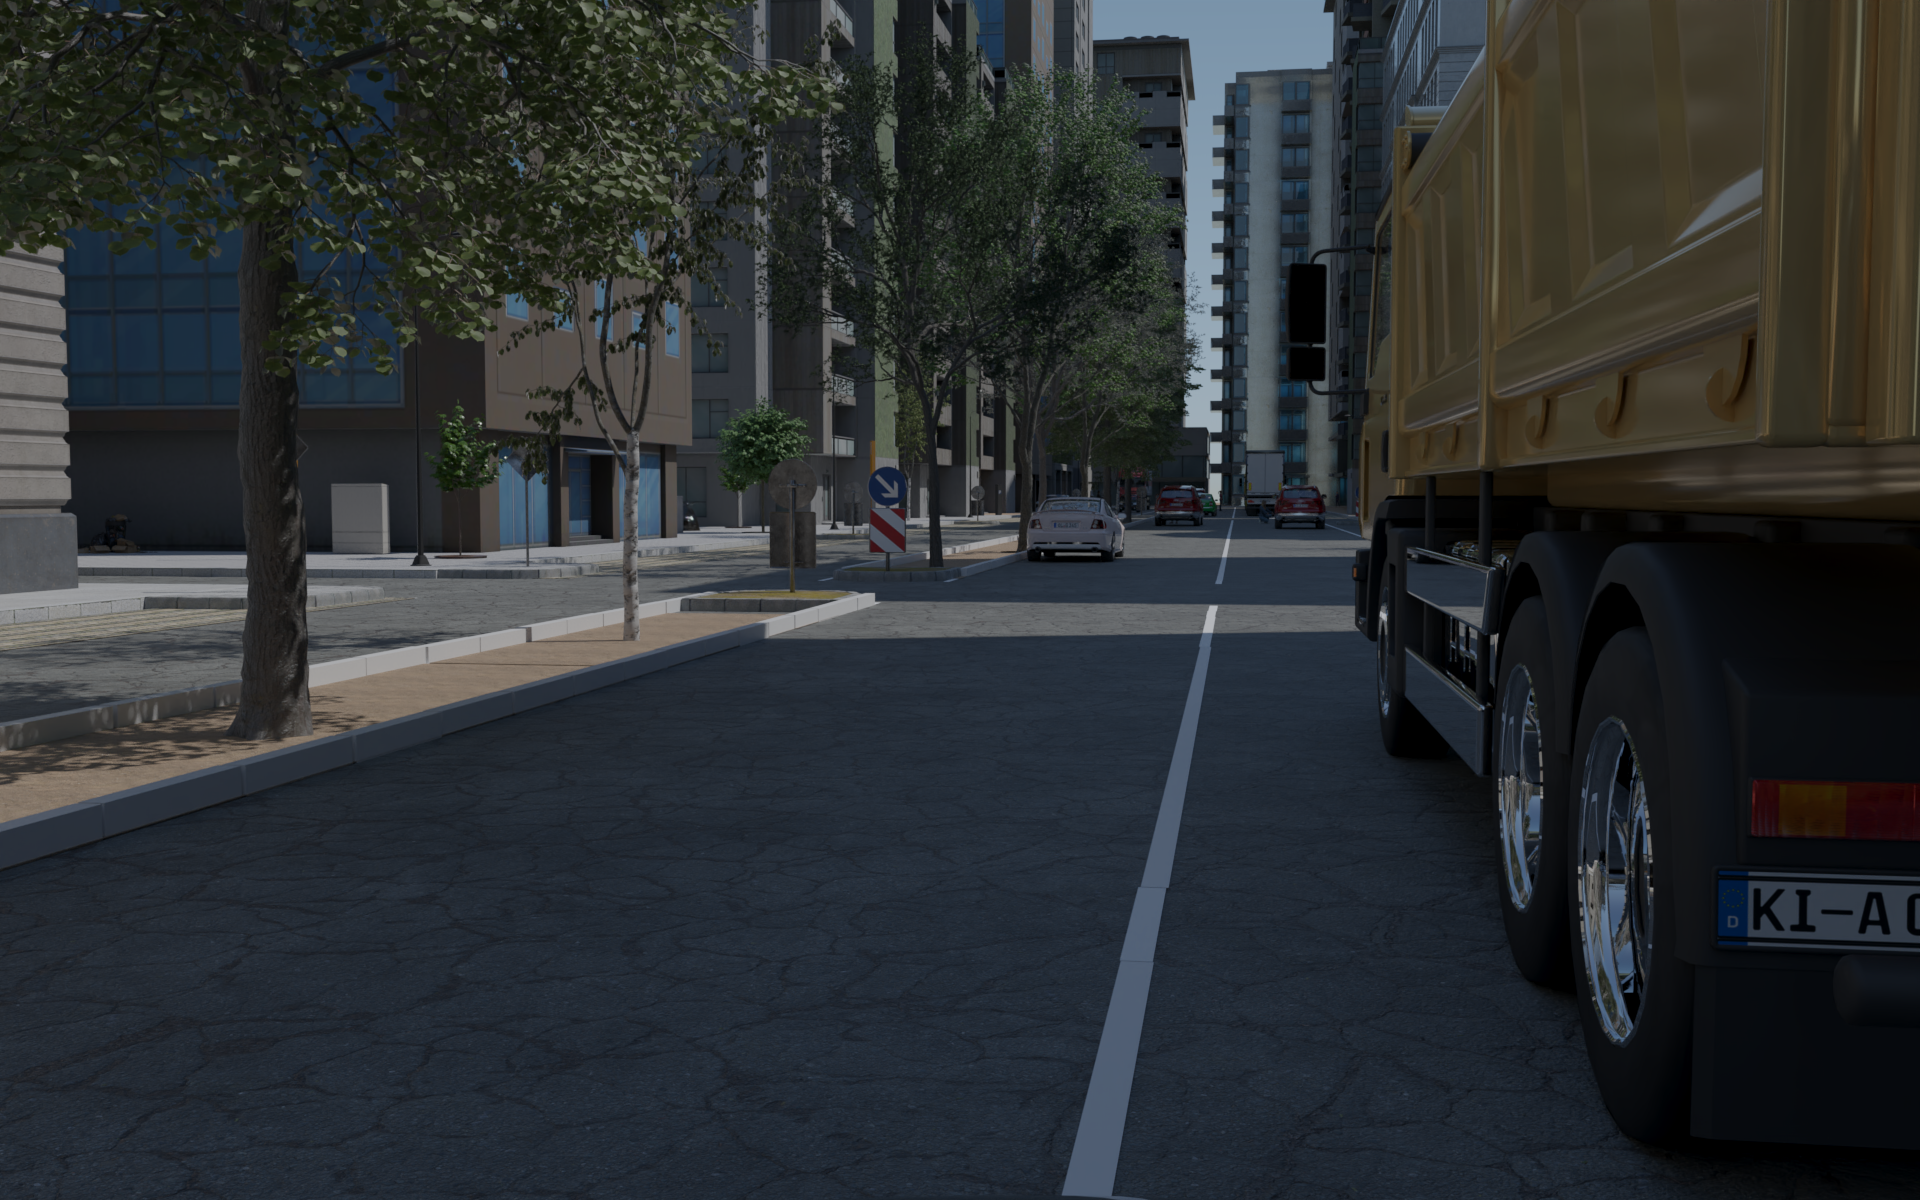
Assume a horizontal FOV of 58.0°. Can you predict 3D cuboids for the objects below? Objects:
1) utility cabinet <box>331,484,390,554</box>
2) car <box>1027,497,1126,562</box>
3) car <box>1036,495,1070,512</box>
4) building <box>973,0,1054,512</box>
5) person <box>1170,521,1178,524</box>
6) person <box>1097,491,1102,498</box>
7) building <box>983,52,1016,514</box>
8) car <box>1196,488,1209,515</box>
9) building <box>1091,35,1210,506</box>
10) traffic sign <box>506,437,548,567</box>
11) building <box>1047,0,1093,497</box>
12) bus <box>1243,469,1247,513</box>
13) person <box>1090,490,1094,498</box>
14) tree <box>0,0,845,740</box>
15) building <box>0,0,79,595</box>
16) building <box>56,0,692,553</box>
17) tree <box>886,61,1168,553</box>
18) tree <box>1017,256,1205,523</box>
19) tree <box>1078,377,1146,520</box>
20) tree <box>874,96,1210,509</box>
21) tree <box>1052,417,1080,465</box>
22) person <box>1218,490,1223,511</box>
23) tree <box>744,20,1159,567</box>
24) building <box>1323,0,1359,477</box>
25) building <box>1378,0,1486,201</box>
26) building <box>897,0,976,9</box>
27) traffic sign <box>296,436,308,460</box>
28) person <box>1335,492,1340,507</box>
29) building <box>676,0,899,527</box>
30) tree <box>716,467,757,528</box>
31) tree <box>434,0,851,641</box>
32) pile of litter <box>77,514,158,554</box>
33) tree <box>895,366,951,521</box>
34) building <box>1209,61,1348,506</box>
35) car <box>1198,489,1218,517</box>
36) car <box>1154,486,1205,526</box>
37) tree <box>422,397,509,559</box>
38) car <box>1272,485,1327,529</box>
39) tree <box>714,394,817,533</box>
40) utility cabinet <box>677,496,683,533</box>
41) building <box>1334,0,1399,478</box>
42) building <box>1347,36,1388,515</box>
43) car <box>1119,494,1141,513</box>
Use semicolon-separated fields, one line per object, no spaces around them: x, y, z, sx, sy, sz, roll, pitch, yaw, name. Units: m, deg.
-12.764;-1.726;36.904;1.173;1.500;0.318;1;4;11;utility cabinet
2.585;-1.578;38.162;2.083;1.381;4.827;1;4;10;car
4.981;-4.750;89.662;2.014;1.417;4.499;1;4;9;car
-0.785;-29.196;127.470;14.600;45.320;14.200;1;4;9;building
10.446;-4.623;84.294;0.606;1.804;0.583;-2;4;-29;person
12.409;-8.851;153.927;0.721;1.735;1.217;-1;4;-18;person
-4.211;-20.883;113.142;14.160;30.474;14.107;1;4;9;building
15.916;-6.676;117.825;2.281;1.827;5.304;1;4;8;car
15.287;-37.496;202.301;27.495;52.752;28.713;1;4;9;building
-7.651;-1.649;30.609;0.795;2.450;0.064;1;4;9;traffic sign
2.005;-44.745;169.824;20.611;71.187;20.563;1;4;9;building
22.803;-8.510;130.680;2.896;3.916;12.252;1;4;10;bus
10.392;-7.725;135.541;0.721;1.736;1.217;0;4;-6;person
-4.090;-5.487;10.301;7.486;12.596;7.792;0;3;0;tree
-21.880;-11.665;19.609;19.941;23.489;11.050;1;4;9;building
-15.837;-24.089;43.963;14.600;45.320;14.200;1;4;9;building
1.665;-6.932;41.544;9.928;11.665;9.643;0;3;0;tree
6.139;-9.315;72.882;7.486;12.596;7.792;0;3;0;tree
7.321;-7.787;80.136;4.360;8.622;3.978;0;3;0;tree
2.555;-8.584;53.174;12.009;13.543;11.850;0;3;0;tree
9.272;-12.694;157.905;4.737;8.622;4.395;0;3;0;tree
21.947;-8.324;145.315;0.721;1.743;1.217;1;4;15;person
-0.369;-5.876;32.942;8.767;10.594;7.601;1;4;9;tree
48.582;-34.911;160.033;28.713;52.752;27.495;1;4;9;building
27.527;-18.854;85.752;11.434;29.767;29.804;1;4;9;building
-6.913;-19.776;95.044;14.160;30.474;14.107;1;4;9;building
-8.918;-1.167;22.725;0.795;2.450;0.064;1;4;9;traffic sign
39.140;-10.416;179.715;0.530;1.710;0.541;-1;4;-8;person
-10.850;-23.817;73.009;14.154;41.232;14.086;1;4;9;building
-8.424;-4.321;65.242;1.663;3.219;1.824;0;3;0;tree
-3.174;-3.915;16.829;4.360;8.622;3.978;0;3;0;tree
-18.443;-1.453;37.719;1.719;0.858;1.176;1;4;12;pile of litter
-2.475;-8.126;83.223;4.737;8.622;4.395;0;3;0;tree
43.629;-35.147;194.262;30.456;49.044;23.786;1;4;9;building
15.573;-6.268;111.283;1.959;1.807;4.718;1;4;11;car
9.999;-4.294;78.881;2.281;1.827;5.304;1;4;10;car
-10.052;-2.437;34.447;1.663;3.219;1.824;0;3;0;tree
14.178;-3.895;72.355;2.281;1.827;5.304;1;4;10;car
-6.422;-4.492;57.153;4.285;4.588;4.351;0;3;0;tree
-9.638;-2.802;56.981;1.020;1.237;0.306;-2;4;-30;utility cabinet
40.603;-29.229;132.515;22.147;44.769;28.867;1;4;9;building
32.378;-20.842;112.462;14.160;30.474;14.107;1;4;9;building
13.170;-7.654;134.934;2.009;1.686;4.222;0;4;8;car
